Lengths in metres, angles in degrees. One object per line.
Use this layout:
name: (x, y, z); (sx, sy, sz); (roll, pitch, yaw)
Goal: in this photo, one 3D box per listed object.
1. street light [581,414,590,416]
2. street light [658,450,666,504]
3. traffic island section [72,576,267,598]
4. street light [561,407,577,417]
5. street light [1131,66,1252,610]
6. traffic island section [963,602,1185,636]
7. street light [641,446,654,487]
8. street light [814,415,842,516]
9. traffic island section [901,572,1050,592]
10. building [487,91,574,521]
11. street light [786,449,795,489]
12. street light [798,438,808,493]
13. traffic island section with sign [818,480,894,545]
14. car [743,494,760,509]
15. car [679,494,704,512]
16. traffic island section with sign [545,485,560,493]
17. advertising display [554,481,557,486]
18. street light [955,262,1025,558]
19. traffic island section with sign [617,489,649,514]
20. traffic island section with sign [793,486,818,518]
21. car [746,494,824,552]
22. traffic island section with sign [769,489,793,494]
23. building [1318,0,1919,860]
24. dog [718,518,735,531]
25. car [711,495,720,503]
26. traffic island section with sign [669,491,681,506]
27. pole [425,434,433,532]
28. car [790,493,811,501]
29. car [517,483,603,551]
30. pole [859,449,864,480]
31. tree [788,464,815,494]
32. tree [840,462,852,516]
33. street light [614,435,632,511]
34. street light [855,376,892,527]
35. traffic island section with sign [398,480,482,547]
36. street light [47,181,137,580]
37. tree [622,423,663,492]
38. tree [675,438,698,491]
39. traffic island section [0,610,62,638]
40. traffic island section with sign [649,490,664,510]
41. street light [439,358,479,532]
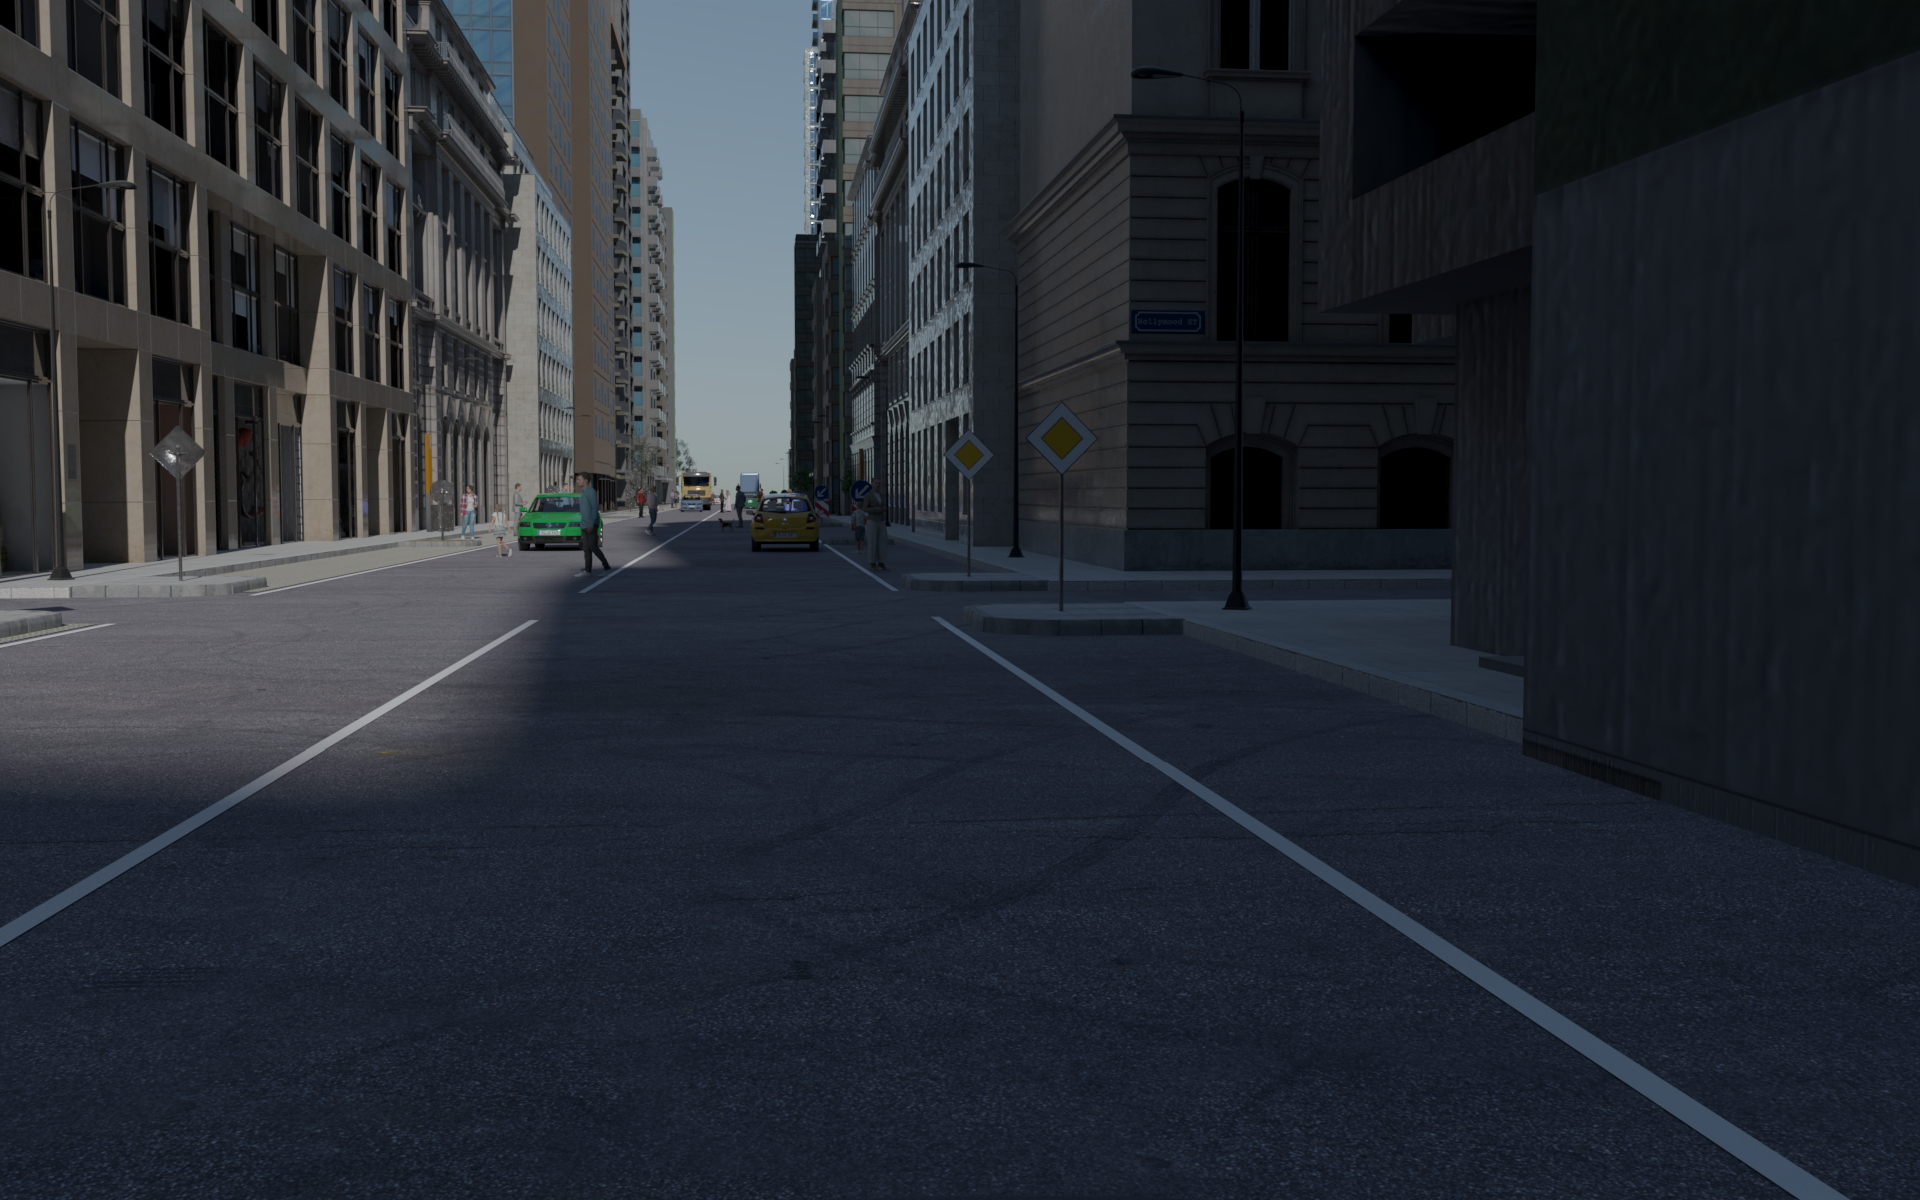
street light: (-22.241, -7.862, 101.084); (1.470, 5.913, 1.316); (0, 4, -7)
street light: (-32.279, -12.910, 183.622); (1.470, 5.913, 1.316); (0, 4, -7)
traffic island section: (-11.498, -0.198, 25.512); (2.009, 0.180, 2.903); (0, 4, -7)
street light: (-21.167, -7.320, 92.215); (1.470, 5.913, 1.316); (0, 4, -7)
street light: (2.547, -2.844, 19.049); (1.470, 5.913, 1.316); (0, 4, -7)
traffic island section: (1.128, 0.201, 19.002); (2.009, 0.180, 2.903); (0, 4, -7)
street light: (-30.423, -11.978, 168.379); (1.470, 5.913, 1.316); (0, 4, -7)
street light: (-7.626, -7.892, 101.571); (1.470, 5.913, 1.316); (0, 4, -7)
traffic island section: (0.157, -0.284, 26.928); (2.009, 0.180, 2.903); (0, 4, -7)
building: (-26.363, -14.407, 90.300); (10.420, 20.320, 16.860); (0, 4, -7)
street light: (-16.859, -12.540, 177.571); (1.470, 5.913, 1.316); (0, 4, -7)
street light: (-12.740, -10.487, 144.009); (1.470, 5.913, 1.316); (0, 4, -7)
traffic island section with sign: (-2.963, -2.507, 49.619); (1.989, 1.847, 2.006); (0, 4, -7)
car: (-17.763, -8.221, 146.206); (2.131, 1.459, 4.920); (0, 4, -8)
car: (-21.591, -7.791, 139.379); (2.014, 1.417, 4.499); (-1, 4, -9)
traffic island section with sign: (-17.530, -4.040, 74.686); (1.989, 1.847, 2.006); (0, 4, -7)
advertising display: (-20.698, -5.105, 88.678); (0.123, 1.923, 0.974); (-1, 4, -15)
street light: (0.598, -3.812, 34.871); (1.470, 5.913, 1.316); (0, 4, -7)
traffic island section with sign: (-23.624, -7.086, 124.481); (1.989, 1.847, 2.006); (0, 4, -7)
traffic island section with sign: (-6.236, -4.144, 76.375); (1.989, 1.847, 2.006); (0, 4, -7)
car: (-4.490, -2.094, 44.466); (2.015, 1.641, 3.980); (0, 4, -6)
traffic island section with sign: (-15.610, -8.828, 152.962); (1.989, 1.847, 2.006); (0, 4, -7)
building: (9.804, -14.667, 11.515); (14.160, 30.474, 14.107); (0, 4, -7)
dog: (-8.985, -2.893, 66.590); (0.540, 0.507, 0.406); (-2, 4, -28)
car: (-33.363, -13.751, 237.192); (2.083, 1.381, 4.827); (0, 4, -5)
traffic island section with sign: (-33.597, -12.067, 205.921); (1.989, 1.847, 2.006); (0, 4, -7)
pole: (-17.926, -3.953, 58.467); (0.158, 3.312, 0.155); (0, 3, 0)
car: (-10.975, -6.544, 116.590); (1.945, 1.707, 3.694); (0, 4, -8)
car: (-10.389, -2.223, 45.141); (1.959, 1.807, 4.718); (0, 4, -5)
pole: (-4.417, -5.122, 77.582); (0.158, 3.312, 0.155); (0, 3, 0)
tree: (-16.552, -12.288, 184.620); (4.285, 4.588, 4.351); (0, 3, 0)
tree: (-6.700, -6.682, 103.845); (1.663, 3.219, 1.824); (0, 3, 0)
street light: (-26.307, -9.946, 135.154); (1.470, 5.913, 1.316); (0, 4, -7)
street light: (-3.409, -5.845, 68.110); (1.470, 5.913, 1.316); (0, 4, -7)
traffic island section with sign: (-14.188, -2.371, 47.396); (1.989, 1.847, 2.006); (0, 4, -7)
street light: (-12.900, -3.256, 25.769); (1.470, 5.913, 1.316); (0, 4, -7)
tree: (-32.505, -13.847, 176.759); (4.360, 8.622, 3.978); (0, 3, 0)
tree: (-42.520, -19.800, 258.139); (7.601, 10.594, 8.767); (0, 4, 1)
traffic island section: (-10.528, 0.287, 17.586); (2.009, 0.180, 2.903); (0, 4, -7)
traffic island section with sign: (-26.951, -8.743, 151.583); (1.989, 1.847, 2.006); (0, 4, -7)
street light: (-17.064, -5.287, 58.988); (1.470, 5.913, 1.316); (0, 4, -7)
